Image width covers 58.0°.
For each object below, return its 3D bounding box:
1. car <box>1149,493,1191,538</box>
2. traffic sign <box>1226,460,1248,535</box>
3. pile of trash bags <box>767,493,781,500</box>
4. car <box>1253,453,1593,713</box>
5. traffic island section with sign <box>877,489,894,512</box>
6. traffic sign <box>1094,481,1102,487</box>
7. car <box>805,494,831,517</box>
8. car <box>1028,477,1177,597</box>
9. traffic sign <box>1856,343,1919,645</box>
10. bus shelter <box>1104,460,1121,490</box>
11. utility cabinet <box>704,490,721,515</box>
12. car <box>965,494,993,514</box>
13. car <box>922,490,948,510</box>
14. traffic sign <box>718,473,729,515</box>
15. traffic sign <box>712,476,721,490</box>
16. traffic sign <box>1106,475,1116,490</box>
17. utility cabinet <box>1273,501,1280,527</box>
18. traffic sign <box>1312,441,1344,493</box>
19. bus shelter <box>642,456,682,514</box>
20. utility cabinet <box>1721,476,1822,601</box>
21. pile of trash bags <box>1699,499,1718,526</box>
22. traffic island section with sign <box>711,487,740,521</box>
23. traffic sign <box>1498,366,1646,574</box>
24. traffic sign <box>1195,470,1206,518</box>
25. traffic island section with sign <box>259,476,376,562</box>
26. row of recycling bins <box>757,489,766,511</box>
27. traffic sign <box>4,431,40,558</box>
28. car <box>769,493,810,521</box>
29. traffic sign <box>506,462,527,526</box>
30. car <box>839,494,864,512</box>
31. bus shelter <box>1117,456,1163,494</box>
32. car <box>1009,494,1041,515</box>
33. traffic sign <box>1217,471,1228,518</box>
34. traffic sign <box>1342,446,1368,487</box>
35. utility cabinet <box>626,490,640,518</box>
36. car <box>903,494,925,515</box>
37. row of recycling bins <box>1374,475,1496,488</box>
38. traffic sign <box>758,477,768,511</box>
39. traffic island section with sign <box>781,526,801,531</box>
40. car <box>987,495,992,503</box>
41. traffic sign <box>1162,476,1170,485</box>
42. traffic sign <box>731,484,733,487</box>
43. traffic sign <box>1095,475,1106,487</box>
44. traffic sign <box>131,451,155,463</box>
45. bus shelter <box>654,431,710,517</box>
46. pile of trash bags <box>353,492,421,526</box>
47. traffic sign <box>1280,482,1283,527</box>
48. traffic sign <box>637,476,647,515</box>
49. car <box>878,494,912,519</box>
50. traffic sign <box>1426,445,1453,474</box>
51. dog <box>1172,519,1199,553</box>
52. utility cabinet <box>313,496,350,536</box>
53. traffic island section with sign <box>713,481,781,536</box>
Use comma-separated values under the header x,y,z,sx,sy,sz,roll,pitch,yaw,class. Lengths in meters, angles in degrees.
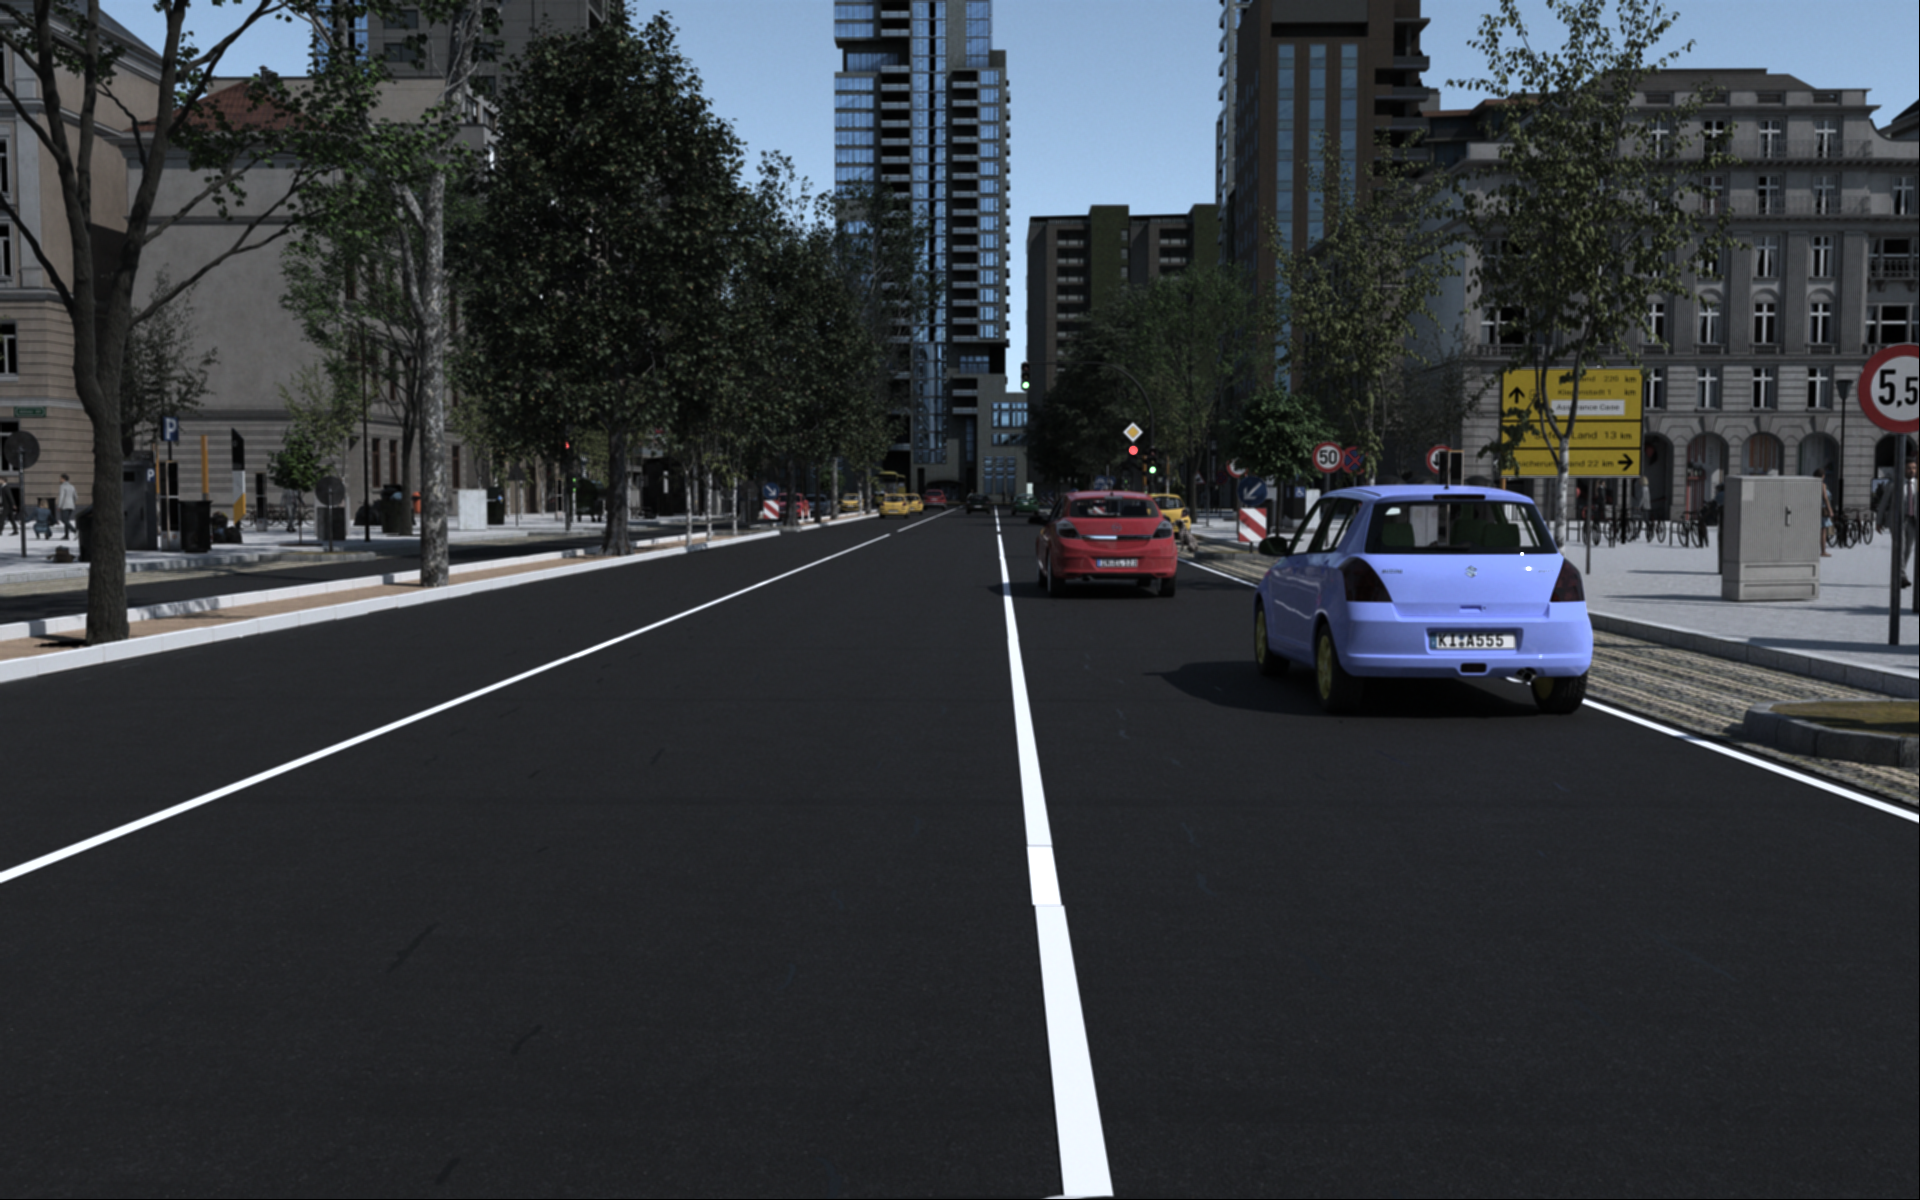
x,y,z,sx,sy,sz,roll,pitch,yaw,class
6.327,-2.749,55.171,2.015,1.641,3.980,0,4,1,car
8.751,-3.325,54.464,0.768,2.556,0.104,0,4,3,traffic sign
-15.584,-7.875,138.511,3.447,1.369,1.912,-3,5,-43,pile of trash bags
3.212,-0.186,12.640,1.945,1.707,3.694,0,4,0,car
-5.826,-8.234,142.767,2.006,1.907,1.989,0,4,1,traffic island section with sign
10.751,-8.170,133.689,0.768,2.556,0.104,1,4,9,traffic sign
-9.127,-5.960,109.449,2.014,1.417,4.499,0,4,1,car
2.100,-1.011,25.571,2.155,1.783,4.494,0,4,-1,car
7.956,-0.891,14.678,0.768,2.556,0.104,0,4,7,traffic sign
10.917,-7.983,121.797,1.731,3.624,6.357,0,4,1,bus shelter
-14.670,-5.756,102.790,1.173,1.500,0.318,3,5,42,utility cabinet
1.349,-7.016,124.496,2.009,1.686,4.222,0,4,2,car
-2.250,-8.865,153.616,2.281,1.827,5.304,0,4,0,car
-14.445,-6.477,106.001,0.768,2.556,0.104,0,4,3,traffic sign
-16.533,-7.204,117.888,0.768,2.556,0.104,0,4,2,traffic sign
10.122,-7.124,116.590,0.768,2.556,0.104,1,4,10,traffic sign
12.571,-3.462,67.769,0.306,1.237,1.020,-2,4,-30,utility cabinet
8.860,-2.548,41.765,0.768,2.556,0.104,0,4,4,traffic sign
-18.829,-7.296,110.579,1.731,3.624,6.357,0,4,1,bus shelter
9.740,-0.739,20.760,1.173,1.500,0.318,-1,4,-17,utility cabinet
31.214,-3.616,68.869,3.447,1.369,1.912,2,4,24,pile of trash bags
-12.639,-5.221,93.983,1.989,1.847,2.006,0,4,1,traffic island section with sign
9.728,-2.065,27.629,2.265,3.308,0.079,0,4,3,traffic sign
12.976,-5.773,94.388,0.884,2.594,0.081,0,4,8,traffic sign
-13.750,-1.756,37.344,1.989,1.847,2.006,0,4,1,traffic island section with sign
-15.941,-7.613,131.588,1.069,1.692,3.534,2,4,29,row of recycling bins
-18.847,-2.122,34.796,0.768,2.556,0.104,0,4,6,traffic sign
-9.152,-5.131,92.939,2.155,1.783,4.494,0,4,2,car
-17.556,-4.194,68.570,0.884,2.594,0.081,1,4,9,traffic sign
-8.555,-7.761,137.116,2.015,1.641,3.980,0,4,0,car
9.703,-6.116,93.918,2.014,3.302,5.546,0,4,1,bus shelter
4.411,-6.459,117.404,2.131,1.459,4.920,0,4,1,car
14.158,-5.753,94.173,0.768,2.556,0.104,0,4,2,traffic sign
10.416,-2.791,45.739,0.768,2.556,0.104,0,4,6,traffic sign
-17.905,-5.186,93.475,1.173,1.500,0.318,0,4,7,utility cabinet
-3.425,-6.748,120.546,2.015,1.641,3.980,0,4,0,car
10.649,-1.942,38.865,3.534,1.692,1.069,-2,4,-29,row of recycling bins
-14.615,-7.840,128.291,0.768,2.556,0.104,0,4,7,traffic sign
-7.285,-3.640,67.642,2.006,1.907,1.989,0,4,1,traffic island section with sign
2.981,-12.587,218.155,2.083,1.381,4.827,0,4,1,car
14.035,-7.159,117.148,0.768,2.556,0.104,0,4,2,traffic sign
-16.287,-7.617,124.642,0.768,2.556,0.104,0,4,8,traffic sign
9.436,-7.102,116.226,0.768,2.556,0.104,0,4,3,traffic sign
-19.413,-2.389,41.187,0.606,2.300,0.079,1,4,10,traffic sign
-16.381,-7.611,102.069,2.179,5.291,8.768,0,4,1,bus shelter
-23.044,-3.730,70.741,1.912,1.369,3.447,1,4,20,pile of trash bags
11.027,-3.626,59.392,0.768,2.556,0.104,0,4,5,traffic sign
-17.580,-5.724,95.722,0.606,2.300,0.079,1,4,9,traffic sign
-3.871,-5.649,102.582,2.015,1.641,3.980,0,4,0,car
12.412,-2.731,44.759,0.768,2.556,0.104,0,4,5,traffic sign
5.592,-1.540,42.022,0.513,0.831,0.800,-3,4,-36,dog
-19.225,-2.561,53.040,1.020,1.237,0.306,0,4,4,utility cabinet
-7.439,-3.187,60.237,2.006,1.907,1.989,0,4,1,traffic island section with sign
